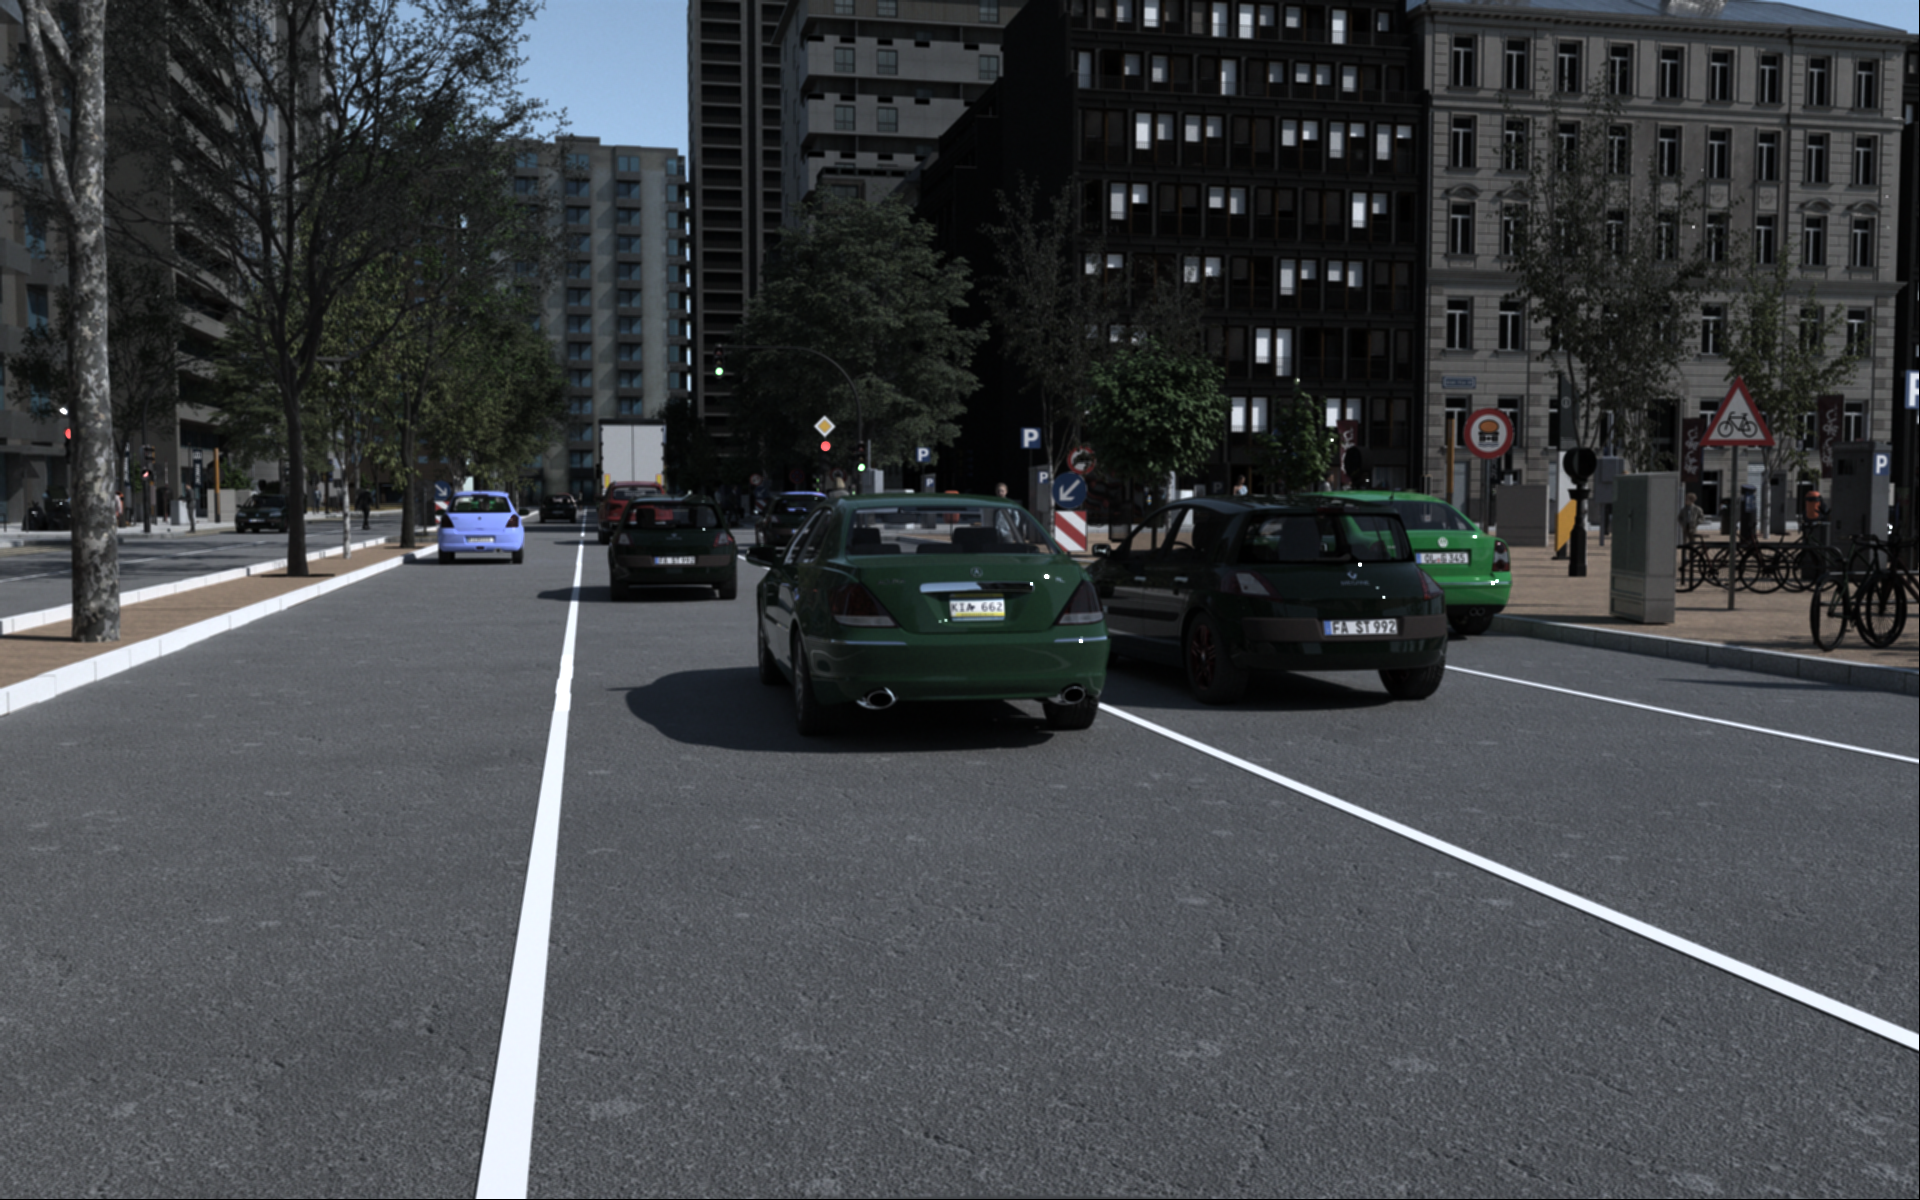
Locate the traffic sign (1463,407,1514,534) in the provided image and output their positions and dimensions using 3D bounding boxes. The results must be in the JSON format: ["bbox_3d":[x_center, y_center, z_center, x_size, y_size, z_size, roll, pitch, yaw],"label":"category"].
[{"bbox_3d":[7.728,-1.549,25.433,0.768,2.556,0.104,0,4,-5],"label":"traffic sign"}]

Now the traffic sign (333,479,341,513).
[{"bbox_3d":[-41.999,-7.022,116.939,0.606,2.300,0.079,0,4,-5],"label":"traffic sign"}]

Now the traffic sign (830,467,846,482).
[{"bbox_3d":[-5.690,-4.932,80.742,0.768,2.556,0.104,0,4,-3],"label":"traffic sign"}]

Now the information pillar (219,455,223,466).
[{"bbox_3d":[-43.837,-6.836,103.118,0.504,3.616,0.183,0,4,-2],"label":"information pillar"}]

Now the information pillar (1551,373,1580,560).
[{"bbox_3d":[11.817,-2.592,33.732,0.504,3.616,0.183,-1,4,-22],"label":"information pillar"}]

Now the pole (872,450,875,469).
[{"bbox_3d":[-4.034,-5.305,80.588,0.158,3.312,0.155,0,3,0],"label":"pole"}]

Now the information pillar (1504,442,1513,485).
[{"bbox_3d":[23.397,-5.048,73.882,0.183,3.616,0.504,-1,4,-17],"label":"information pillar"}]

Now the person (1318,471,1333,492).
[{"bbox_3d":[7.932,-1.919,37.700,0.850,1.792,0.678,0,4,-5],"label":"person"}]

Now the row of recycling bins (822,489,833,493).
[{"bbox_3d":[-11.299,-7.816,134.905,3.534,1.692,1.069,-2,4,-27],"label":"row of recycling bins"}]

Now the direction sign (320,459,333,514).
[{"bbox_3d":[-41.883,-7.496,114.556,0.379,3.537,0.876,3,5,41],"label":"direction sign"}]

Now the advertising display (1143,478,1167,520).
[{"bbox_3d":[7.680,-3.832,67.863,0.974,1.923,0.123,1,4,11],"label":"advertising display"}]

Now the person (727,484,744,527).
[{"bbox_3d":[-9.714,-4.063,74.704,0.755,1.850,0.659,1,4,19],"label":"person"}]

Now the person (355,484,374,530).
[{"bbox_3d":[-23.860,-3.756,69.690,0.659,1.850,0.755,1,4,18],"label":"person"}]

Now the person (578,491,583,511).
[{"bbox_3d":[-32.305,-8.423,147.004,0.721,1.735,1.217,-1,4,-14],"label":"person"}]

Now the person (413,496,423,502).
[{"bbox_3d":[-43.952,-8.059,141.083,1.217,1.723,0.721,-1,4,-11],"label":"person"}]

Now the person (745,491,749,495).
[{"bbox_3d":[-17.730,-8.314,141.996,1.348,1.821,0.705,1,4,11],"label":"person"}]

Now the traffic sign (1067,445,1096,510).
[{"bbox_3d":[3.155,-2.754,45.138,0.768,2.556,0.104,0,4,-6],"label":"traffic sign"}]

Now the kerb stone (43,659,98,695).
[{"bbox_3d":[-6.575,0.578,12.753,0.120,0.150,1.000,-1,4,-12],"label":"kerb stone"}]

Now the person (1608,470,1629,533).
[{"bbox_3d":[14.099,-1.850,36.635,0.624,1.780,0.694,-2,4,-28],"label":"person"}]

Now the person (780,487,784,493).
[{"bbox_3d":[-13.673,-7.678,131.746,0.590,1.801,0.661,0,4,3],"label":"person"}]

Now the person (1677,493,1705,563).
[{"bbox_3d":[13.550,-1.333,32.111,0.475,1.303,0.640,2,4,25],"label":"person"}]

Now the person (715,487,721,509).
[{"bbox_3d":[-13.415,-5.297,95.329,0.641,1.798,0.478,1,4,13],"label":"person"}]

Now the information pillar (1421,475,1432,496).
[{"bbox_3d":[18.344,-3.897,68.208,0.304,2.012,0.304,-1,4,-21],"label":"information pillar"}]

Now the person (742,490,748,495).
[{"bbox_3d":[-17.333,-8.050,138.375,0.721,1.735,1.217,3,4,37],"label":"person"}]

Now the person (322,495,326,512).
[{"bbox_3d":[-46.469,-7.097,126.741,0.373,1.253,0.362,0,4,-7],"label":"person"}]

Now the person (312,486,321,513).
[{"bbox_3d":[-43.295,-6.744,116.491,0.419,1.800,0.721,3,5,43],"label":"person"}]

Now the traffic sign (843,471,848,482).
[{"bbox_3d":[-5.905,-5.196,85.057,0.768,2.556,0.104,0,4,-7],"label":"traffic sign"}]

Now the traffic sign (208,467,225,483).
[{"bbox_3d":[-34.061,-4.847,79.352,0.768,2.556,0.104,0,4,-7],"label":"traffic sign"}]

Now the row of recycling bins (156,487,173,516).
[{"bbox_3d":[-46.977,-5.821,102.279,1.069,1.692,3.534,-2,4,-28],"label":"row of recycling bins"}]

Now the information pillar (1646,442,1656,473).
[{"bbox_3d":[30.074,-5.143,75.444,0.504,3.616,0.183,-2,4,-28],"label":"information pillar"}]

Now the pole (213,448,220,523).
[{"bbox_3d":[-32.969,-5.076,76.829,0.158,3.312,0.155,0,3,0],"label":"pole"}]

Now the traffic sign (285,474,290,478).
[{"bbox_3d":[-42.750,-6.723,110.025,0.768,2.556,0.104,-1,4,-8],"label":"traffic sign"}]

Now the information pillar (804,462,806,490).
[{"bbox_3d":[-9.170,-6.682,100.611,0.183,3.616,0.504,3,4,36],"label":"information pillar"}]

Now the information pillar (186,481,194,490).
[{"bbox_3d":[-43.935,-5.774,98.892,0.304,2.012,0.304,3,5,44],"label":"information pillar"}]

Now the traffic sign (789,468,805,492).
[{"bbox_3d":[-8.085,-5.254,86.003,0.768,2.556,0.104,-1,4,-9],"label":"traffic sign"}]

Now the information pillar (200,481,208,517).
[{"bbox_3d":[-42.794,-5.720,98.020,0.304,2.012,0.304,1,4,22],"label":"information pillar"}]

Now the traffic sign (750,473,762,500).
[{"bbox_3d":[-12.467,-6.471,105.910,0.768,2.556,0.104,-1,4,-9],"label":"traffic sign"}]

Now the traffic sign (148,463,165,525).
[{"bbox_3d":[-33.281,-4.373,71.612,0.768,2.556,0.104,-1,4,-11],"label":"traffic sign"}]

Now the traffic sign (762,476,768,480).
[{"bbox_3d":[-14.202,-7.625,124.771,0.768,2.556,0.104,0,4,-7],"label":"traffic sign"}]

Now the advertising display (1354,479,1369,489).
[{"bbox_3d":[16.963,-4.166,73.335,0.123,1.923,0.974,-1,4,-22],"label":"advertising display"}]

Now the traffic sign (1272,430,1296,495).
[{"bbox_3d":[5.742,-1.835,30.103,0.768,2.556,0.104,0,4,-5],"label":"traffic sign"}]

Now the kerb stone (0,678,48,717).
[{"bbox_3d":[-6.354,0.645,11.751,0.120,0.150,1.000,-1,4,-12],"label":"kerb stone"}]

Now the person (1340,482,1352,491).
[{"bbox_3d":[11.958,-2.891,53.416,0.767,1.812,0.694,3,5,39],"label":"person"}]

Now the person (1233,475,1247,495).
[{"bbox_3d":[7.846,-2.605,48.727,0.616,1.811,0.778,-2,4,-29],"label":"person"}]

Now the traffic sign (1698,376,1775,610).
[{"bbox_3d":[8.563,-1.172,19.160,0.884,2.594,0.081,0,4,-6],"label":"traffic sign"}]

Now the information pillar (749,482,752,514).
[{"bbox_3d":[-12.846,-6.289,107.309,0.304,2.012,0.304,3,5,44],"label":"information pillar"}]

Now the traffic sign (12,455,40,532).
[{"bbox_3d":[-31.139,-3.532,57.749,0.884,2.594,0.081,0,4,-6],"label":"traffic sign"}]

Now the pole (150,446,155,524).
[{"bbox_3d":[-34.553,-4.910,74.117,0.158,3.312,0.155,0,3,0],"label":"pole"}]

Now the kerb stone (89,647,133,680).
[{"bbox_3d":[-6.787,0.516,13.753,0.120,0.150,1.000,-1,4,-12],"label":"kerb stone"}]

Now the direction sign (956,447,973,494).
[{"bbox_3d":[0.231,-5.645,84.299,0.876,3.537,0.379,-1,4,-21],"label":"direction sign"}]

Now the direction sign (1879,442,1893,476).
[{"bbox_3d":[40.197,-5.100,75.374,0.379,3.537,0.876,-1,4,-14],"label":"direction sign"}]

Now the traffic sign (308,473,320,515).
[{"bbox_3d":[-39.929,-6.539,107.011,0.768,2.556,0.104,0,4,-3],"label":"traffic sign"}]

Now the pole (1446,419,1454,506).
[{"bbox_3d":[13.327,-3.258,47.112,0.158,3.312,0.155,0,3,0],"label":"pole"}]
